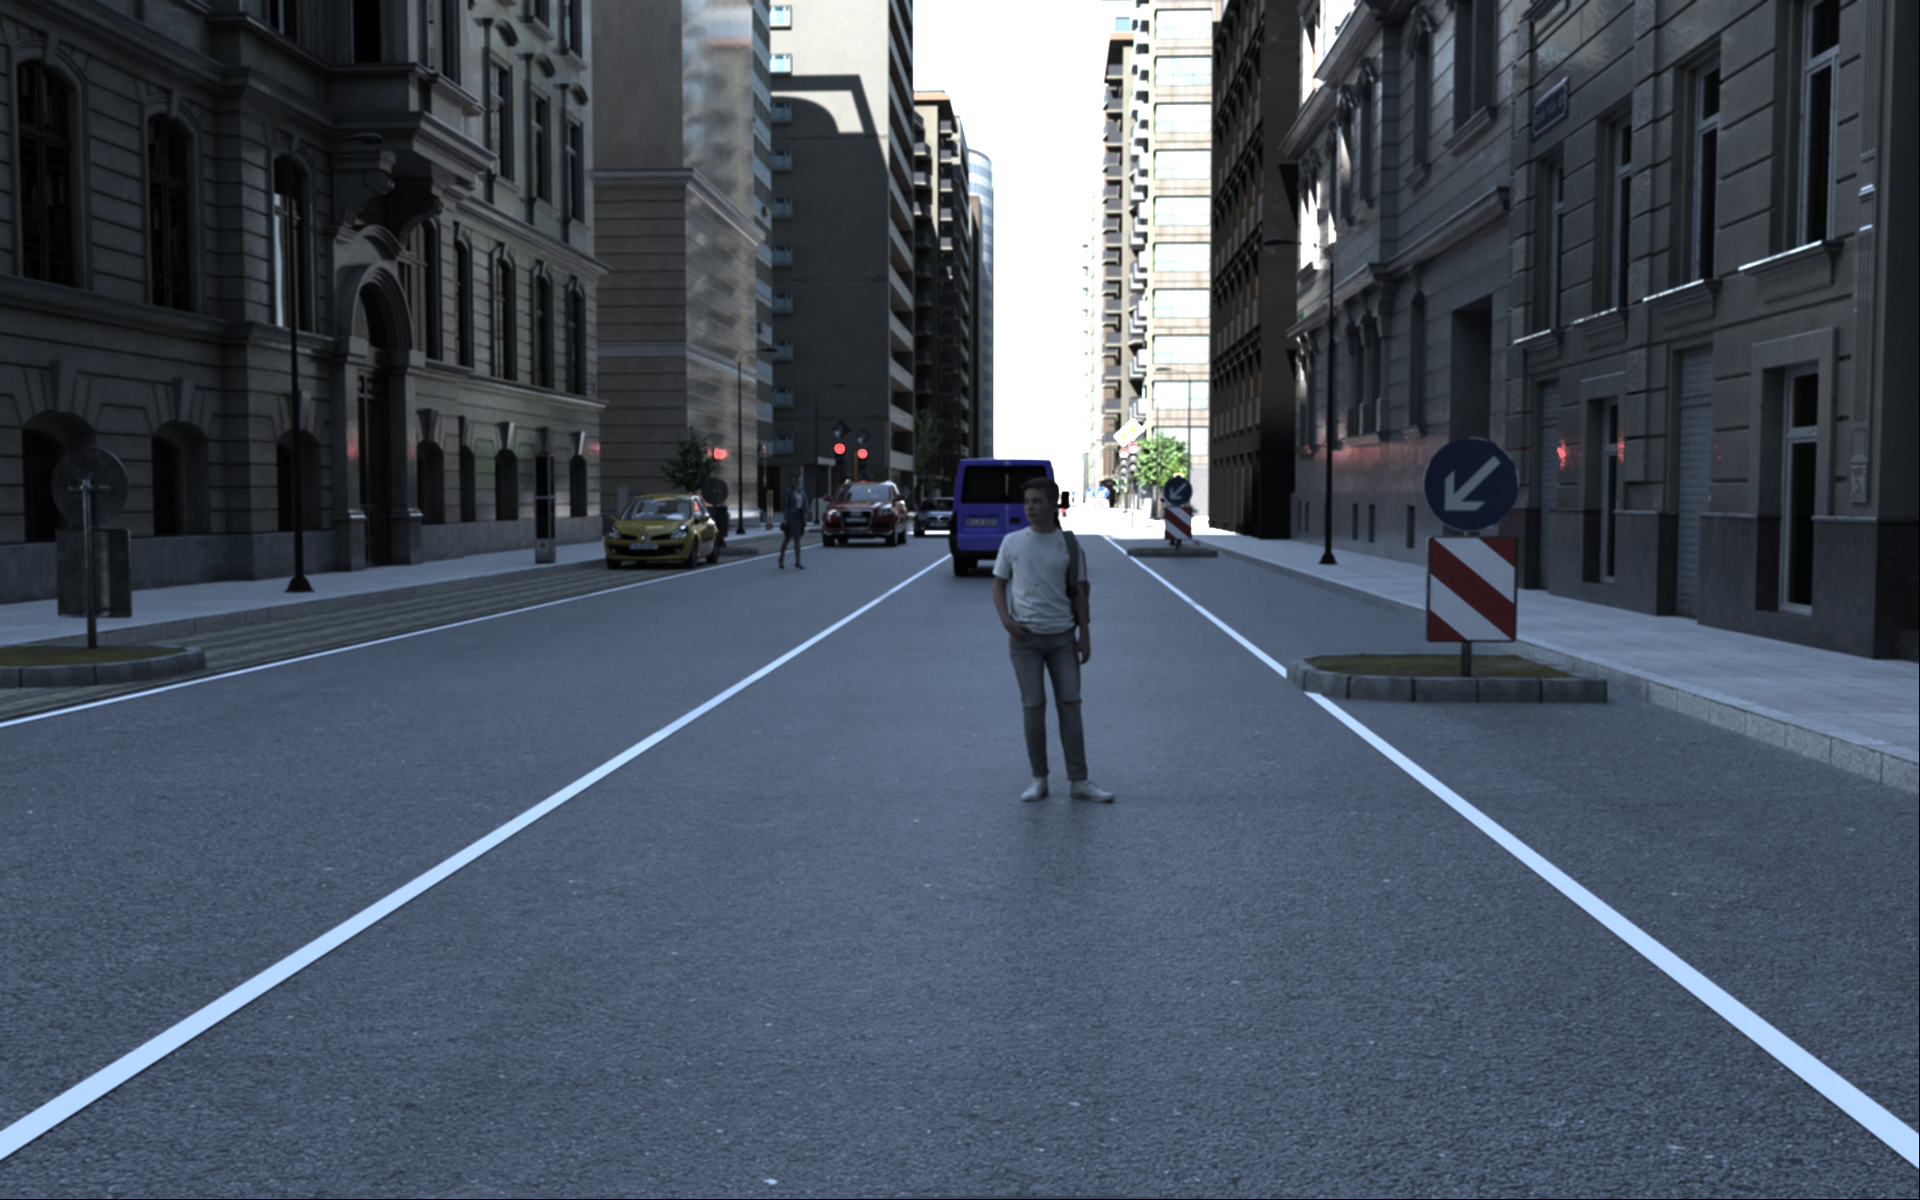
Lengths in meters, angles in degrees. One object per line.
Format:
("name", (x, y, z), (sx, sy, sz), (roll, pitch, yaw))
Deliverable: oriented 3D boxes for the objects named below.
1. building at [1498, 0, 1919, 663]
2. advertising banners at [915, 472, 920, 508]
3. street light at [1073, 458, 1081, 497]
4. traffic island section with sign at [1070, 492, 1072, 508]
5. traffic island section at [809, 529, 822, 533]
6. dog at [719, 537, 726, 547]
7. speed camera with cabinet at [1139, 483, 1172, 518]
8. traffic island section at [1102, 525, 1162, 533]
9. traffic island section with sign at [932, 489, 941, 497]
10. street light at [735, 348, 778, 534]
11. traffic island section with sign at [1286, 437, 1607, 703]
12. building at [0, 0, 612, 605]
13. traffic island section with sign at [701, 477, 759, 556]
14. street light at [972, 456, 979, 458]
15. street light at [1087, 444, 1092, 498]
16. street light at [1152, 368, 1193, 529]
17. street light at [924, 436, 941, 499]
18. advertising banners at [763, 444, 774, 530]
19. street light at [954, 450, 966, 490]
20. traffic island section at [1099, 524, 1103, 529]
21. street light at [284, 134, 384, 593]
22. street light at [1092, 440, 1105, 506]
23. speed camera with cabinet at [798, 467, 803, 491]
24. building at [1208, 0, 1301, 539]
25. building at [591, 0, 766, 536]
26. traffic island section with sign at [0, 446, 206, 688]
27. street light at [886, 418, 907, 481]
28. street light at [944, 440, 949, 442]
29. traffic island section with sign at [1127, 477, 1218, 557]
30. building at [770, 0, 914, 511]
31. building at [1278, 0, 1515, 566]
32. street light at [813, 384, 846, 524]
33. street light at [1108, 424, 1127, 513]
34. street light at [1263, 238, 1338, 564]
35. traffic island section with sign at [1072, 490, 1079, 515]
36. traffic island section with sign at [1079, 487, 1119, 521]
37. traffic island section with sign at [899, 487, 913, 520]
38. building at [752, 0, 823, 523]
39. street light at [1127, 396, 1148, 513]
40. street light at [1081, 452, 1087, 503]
("building", (12.664, -13.100, 11.451), (12.463, 27.353, 25.104), (0, 4, 3))
("advertising banners", (-3.338, -8.532, 135.679), (0.090, 3.025, 2.074), (-1, 4, -12))
("street light", (16.909, -16.508, 242.450), (1.470, 5.913, 1.316), (0, 4, 3))
("traffic island section with sign", (11.607, -10.000, 172.127), (1.989, 1.847, 2.006), (0, 4, 3))
("traffic island section", (-4.513, -2.634, 65.349), (2.009, 0.180, 2.903), (0, 4, 3))
("dog", (-6.079, -1.693, 44.516), (0.513, 0.831, 0.800), (2, 4, 34))
("speed camera with cabinet", (10.670, -6.051, 93.265), (2.038, 3.252, 0.660), (0, 4, -6))
("traffic island section", (6.464, -2.600, 64.787), (2.009, 0.180, 2.903), (0, 4, 3))
("traffic island section with sign", (-1.625, -6.937, 122.049), (1.989, 1.847, 2.006), (0, 4, 3))
("street light", (-6.481, -5.059, 55.250), (1.470, 5.913, 1.316), (0, 4, 3))
("traffic island section with sign", (3.493, -0.259, 12.856), (1.989, 1.847, 2.006), (0, 4, 3))
("building", (-15.723, -12.882, 29.699), (14.460, 24.649, 34.723), (0, 4, 3))
("traffic island section with sign", (-5.784, -1.953, 40.560), (1.989, 1.847, 2.006), (0, 4, 3))
("street light", (1.719, -14.760, 213.866), (1.470, 5.913, 1.316), (0, 4, 3))
("street light", (12.700, -11.412, 159.123), (1.470, 5.913, 1.316), (0, 4, 3))
("street light", (7.877, -5.574, 63.674), (1.470, 5.913, 1.316), (0, 4, 3))
("street light", (-2.266, -10.111, 137.857), (1.470, 5.913, 1.316), (0, 4, 3))
("advertising banners", (-6.861, -4.018, 61.880), (0.090, 3.025, 2.074), (0, 4, 3))
("street light", (-0.077, -12.796, 181.754), (1.470, 5.913, 1.316), (0, 4, 3))
("traffic island section", (6.870, -3.088, 72.761), (2.009, 0.180, 2.903), (0, 4, 3))
("street light", (-8.125, -3.056, 22.509), (1.470, 5.913, 1.316), (0, 4, 3))
("street light", (12.225, -10.708, 147.619), (1.470, 5.913, 1.316), (0, 4, 3))
("speed camera with cabinet", (-8.223, -6.343, 98.050), (2.038, 3.252, 0.660), (0, 4, 0))
("building", (15.023, -13.834, 55.867), (12.332, 23.373, 15.834), (0, 4, 3))
("building", (-17.527, -16.669, 58.448), (20.117, 28.700, 13.634), (0, 4, 3))
("traffic island section with sign", (-7.149, -0.306, 13.639), (1.989, 1.847, 2.006), (0, 4, 3))
("street light", (-3.927, -8.115, 105.220), (1.470, 5.913, 1.316), (0, 4, 3))
("street light", (-1.647, -10.830, 149.611), (1.470, 5.913, 1.316), (0, 4, 3))
("traffic island section with sign", (4.884, -1.927, 40.130), (1.989, 1.847, 2.006), (0, 4, 3))
("building", (-14.641, -30.409, 120.882), (21.300, 48.544, 21.600), (0, 4, 3))
("building", (14.792, -15.190, 35.745), (14.401, 28.519, 23.554), (0, 4, 3))
("street light", (-5.517, -6.154, 73.152), (1.470, 5.913, 1.316), (0, 4, 3))
("street light", (10.518, -8.699, 114.776), (1.470, 5.913, 1.316), (0, 4, 3))
("street light", (6.209, -3.613, 31.610), (1.470, 5.913, 1.316), (0, 4, 3))
("traffic island section with sign", (9.017, -6.899, 121.429), (1.989, 1.847, 2.006), (0, 4, 3))
("traffic island section with sign", (7.655, -5.253, 94.508), (1.989, 1.847, 2.006), (0, 4, 3))
("traffic island section with sign", (-3.009, -5.267, 94.747), (1.989, 1.847, 2.006), (0, 4, 3))
("building", (-22.414, -24.042, 84.975), (32.217, 40.220, 23.993), (0, 4, 3))
("street light", (8.829, -6.713, 82.305), (1.470, 5.913, 1.316), (0, 4, 3))
("street light", (14.442, -13.423, 192.014), (1.470, 5.913, 1.316), (0, 4, 3))
